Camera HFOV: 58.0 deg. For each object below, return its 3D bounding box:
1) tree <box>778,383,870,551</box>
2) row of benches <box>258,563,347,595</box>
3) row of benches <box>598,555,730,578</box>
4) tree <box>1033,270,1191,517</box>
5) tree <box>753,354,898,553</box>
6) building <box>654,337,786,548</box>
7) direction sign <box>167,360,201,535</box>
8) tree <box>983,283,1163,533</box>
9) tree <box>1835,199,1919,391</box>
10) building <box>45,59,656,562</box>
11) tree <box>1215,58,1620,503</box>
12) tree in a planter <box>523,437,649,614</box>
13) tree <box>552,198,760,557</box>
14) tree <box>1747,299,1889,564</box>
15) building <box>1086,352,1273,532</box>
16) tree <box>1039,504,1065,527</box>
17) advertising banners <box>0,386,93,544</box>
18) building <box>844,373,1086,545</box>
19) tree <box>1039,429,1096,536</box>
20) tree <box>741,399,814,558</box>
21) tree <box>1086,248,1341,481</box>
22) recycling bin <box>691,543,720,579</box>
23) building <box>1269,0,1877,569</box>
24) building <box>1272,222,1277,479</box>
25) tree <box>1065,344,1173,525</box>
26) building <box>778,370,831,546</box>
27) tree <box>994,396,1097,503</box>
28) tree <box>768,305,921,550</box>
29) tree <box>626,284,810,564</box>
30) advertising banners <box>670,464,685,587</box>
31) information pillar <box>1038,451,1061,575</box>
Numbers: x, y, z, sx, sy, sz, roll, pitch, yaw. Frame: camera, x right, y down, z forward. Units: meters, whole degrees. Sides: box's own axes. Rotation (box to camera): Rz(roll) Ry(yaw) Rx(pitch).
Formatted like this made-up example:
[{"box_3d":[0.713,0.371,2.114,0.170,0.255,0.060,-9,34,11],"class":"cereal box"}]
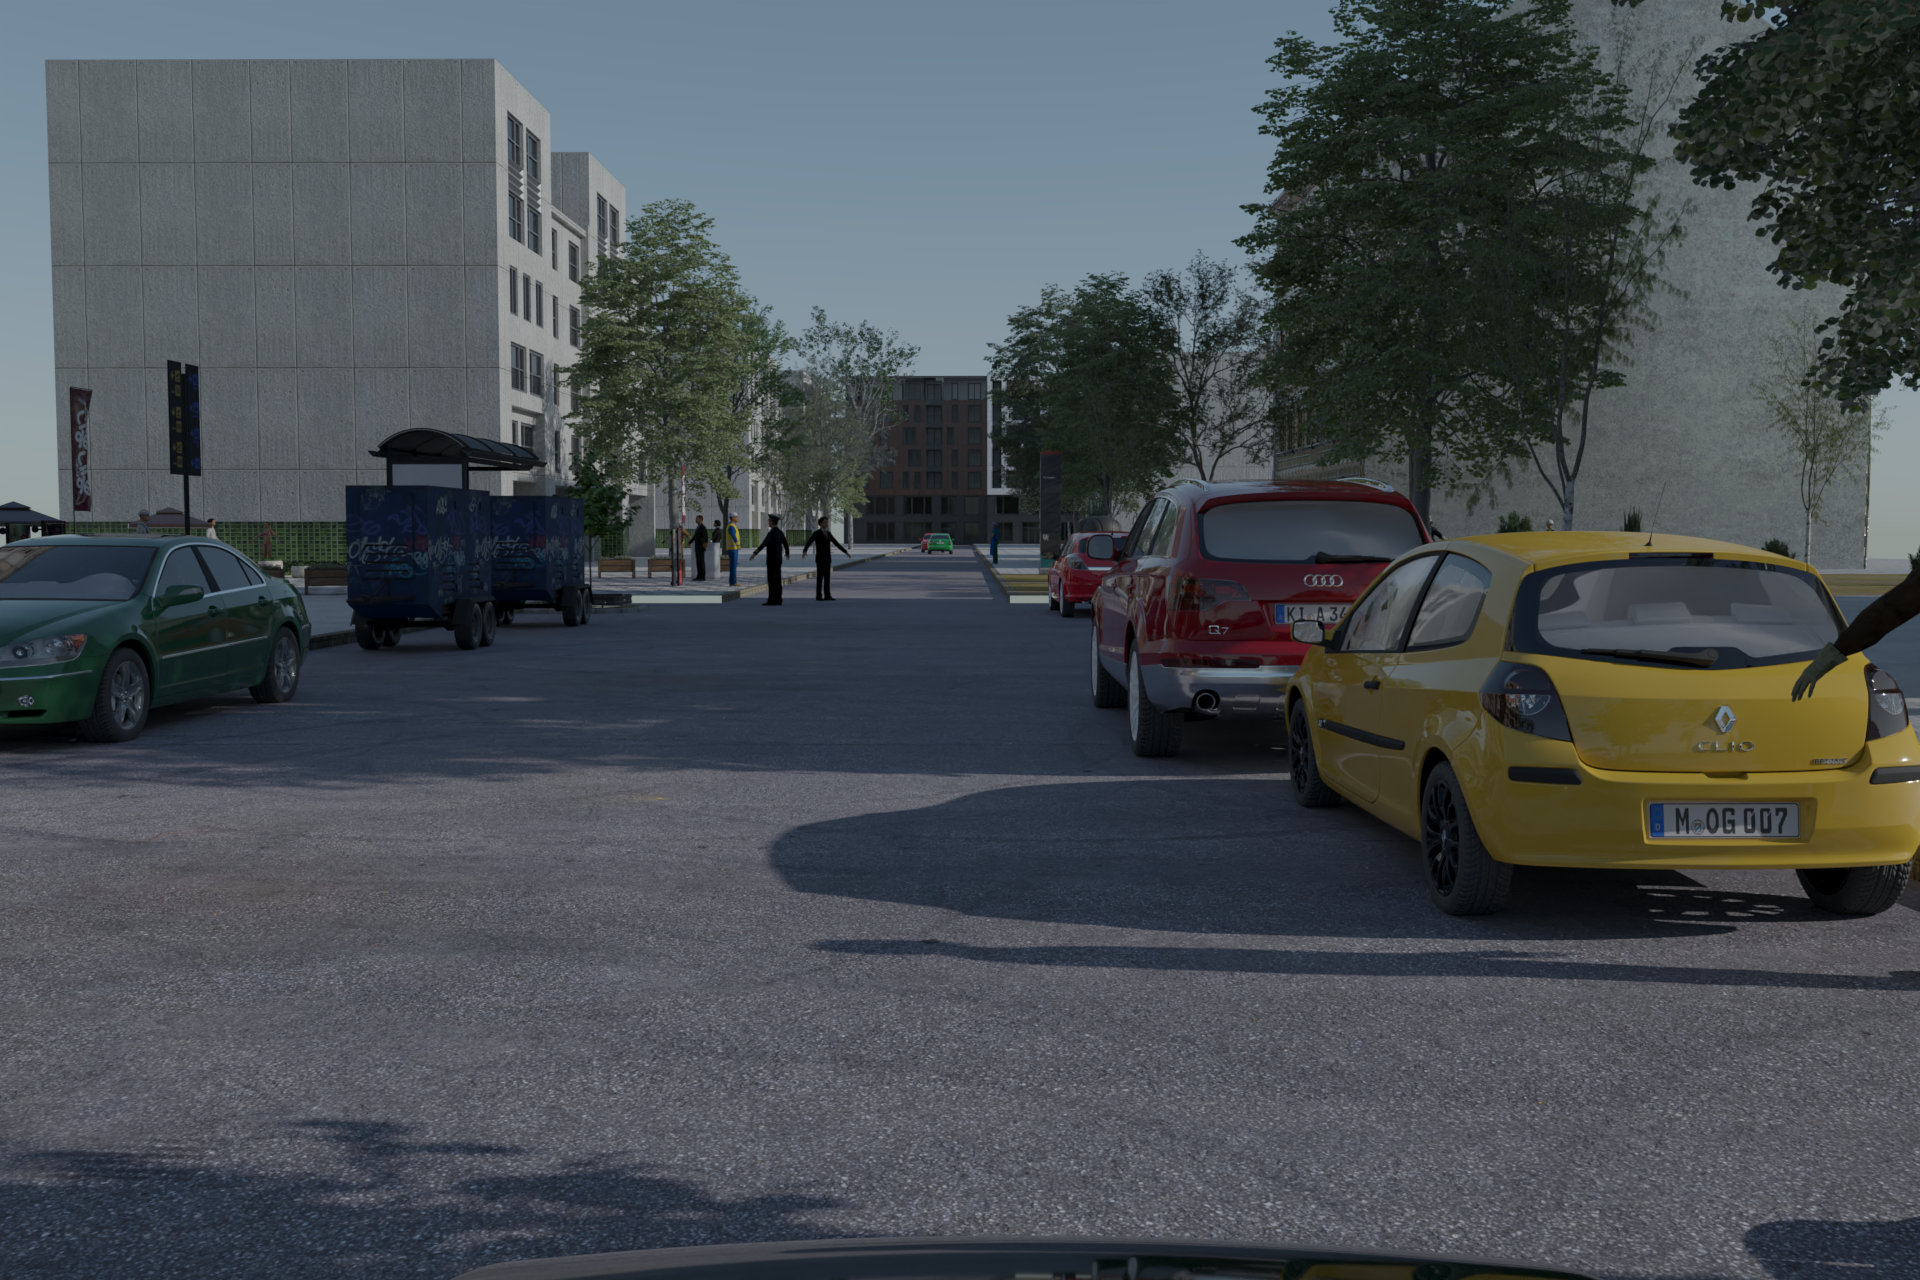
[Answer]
[{"box_3d":[-10.159,-12.874,128.622,7.486,12.596,7.792,0,3,0],"class":"tree"},{"box_3d":[-13.394,-1.324,37.104,4.104,0.672,1.422,-1,4,-21],"class":"row of benches"},{"box_3d":[-8.535,-2.165,50.867,4.104,0.672,1.422,-1,4,-13],"class":"row of benches"},{"box_3d":[6.692,-9.606,75.193,7.486,12.596,7.792,0,3,0],"class":"tree"},{"box_3d":[-9.222,-12.649,117.176,12.009,13.543,11.850,0,3,0],"class":"tree"},{"box_3d":[-27.155,-18.566,170.013,16.747,18.905,31.486,0,3,0],"class":"building"},{"box_3d":[-10.274,-1.897,23.010,0.379,3.537,0.876,0,4,0],"class":"direction sign"},{"box_3d":[5.807,-10.981,86.202,9.857,13.997,8.962,0,3,0],"class":"tree"},{"box_3d":[28.071,-8.183,44.169,12.009,13.543,11.850,0,3,0],"class":"tree"},{"box_3d":[-25.517,-13.098,80.603,16.747,18.905,31.486,0,4,0],"class":"building"},{"box_3d":[11.934,-8.248,45.223,12.009,13.543,11.850,0,3,0],"class":"tree"},{"box_3d":[-6.854,-2.129,32.039,1.991,3.239,1.994,0,4,1],"class":"tree in a planter"},{"box_3d":[-10.173,-8.625,59.149,7.486,12.596,7.792,0,3,0],"class":"tree"},{"box_3d":[26.886,-6.416,55.267,4.360,8.622,3.978,0,3,0],"class":"tree"},{"box_3d":[22.433,-18.959,176.432,16.747,18.905,31.486,0,4,0],"class":"building"},{"box_3d":[5.637,-10.398,120.370,4.360,8.622,3.978,0,3,0],"class":"tree"},{"box_3d":[-10.514,-1.459,20.046,0.090,3.025,2.074,0,4,0],"class":"advertising banners"},{"box_3d":[1.473,-23.604,232.357,32.646,21.610,27.936,0,4,1],"class":"building"},{"box_3d":[6.263,-9.039,98.143,4.737,8.622,4.395,0,3,0],"class":"tree"},{"box_3d":[-9.457,-8.713,92.814,4.360,8.622,3.978,0,3,0],"class":"tree"},{"box_3d":[8.135,-7.429,55.875,8.767,10.594,7.601,1,4,11],"class":"tree"},{"box_3d":[-7.284,-2.265,49.592,0.722,1.027,0.722,0,4,2],"class":"recycling bin"},{"box_3d":[23.956,-14.728,71.732,19.493,23.208,18.063,0,4,0],"class":"building"},{"box_3d":[23.735,-15.009,101.813,16.016,20.090,11.380,0,4,1],"class":"building"},{"box_3d":[5.715,-7.157,67.378,4.360,8.622,3.978,0,3,0],"class":"tree"},{"box_3d":[-24.936,-20.575,202.856,16.747,18.905,31.486,0,4,1],"class":"building"},{"box_3d":[5.554,-10.569,107.219,7.601,10.594,8.767,0,4,-5],"class":"tree"},{"box_3d":[-9.597,-17.585,143.396,12.611,20.169,13.585,0,3,0],"class":"tree"},{"box_3d":[-10.050,-9.004,72.969,9.928,11.665,9.643,0,3,0],"class":"tree"},{"box_3d":[-6.993,-2.867,43.056,0.090,3.025,2.074,0,4,1],"class":"advertising banners"},{"box_3d":[2.850,-3.985,54.533,0.750,3.857,0.750,0,4,0],"class":"information pillar"}]
